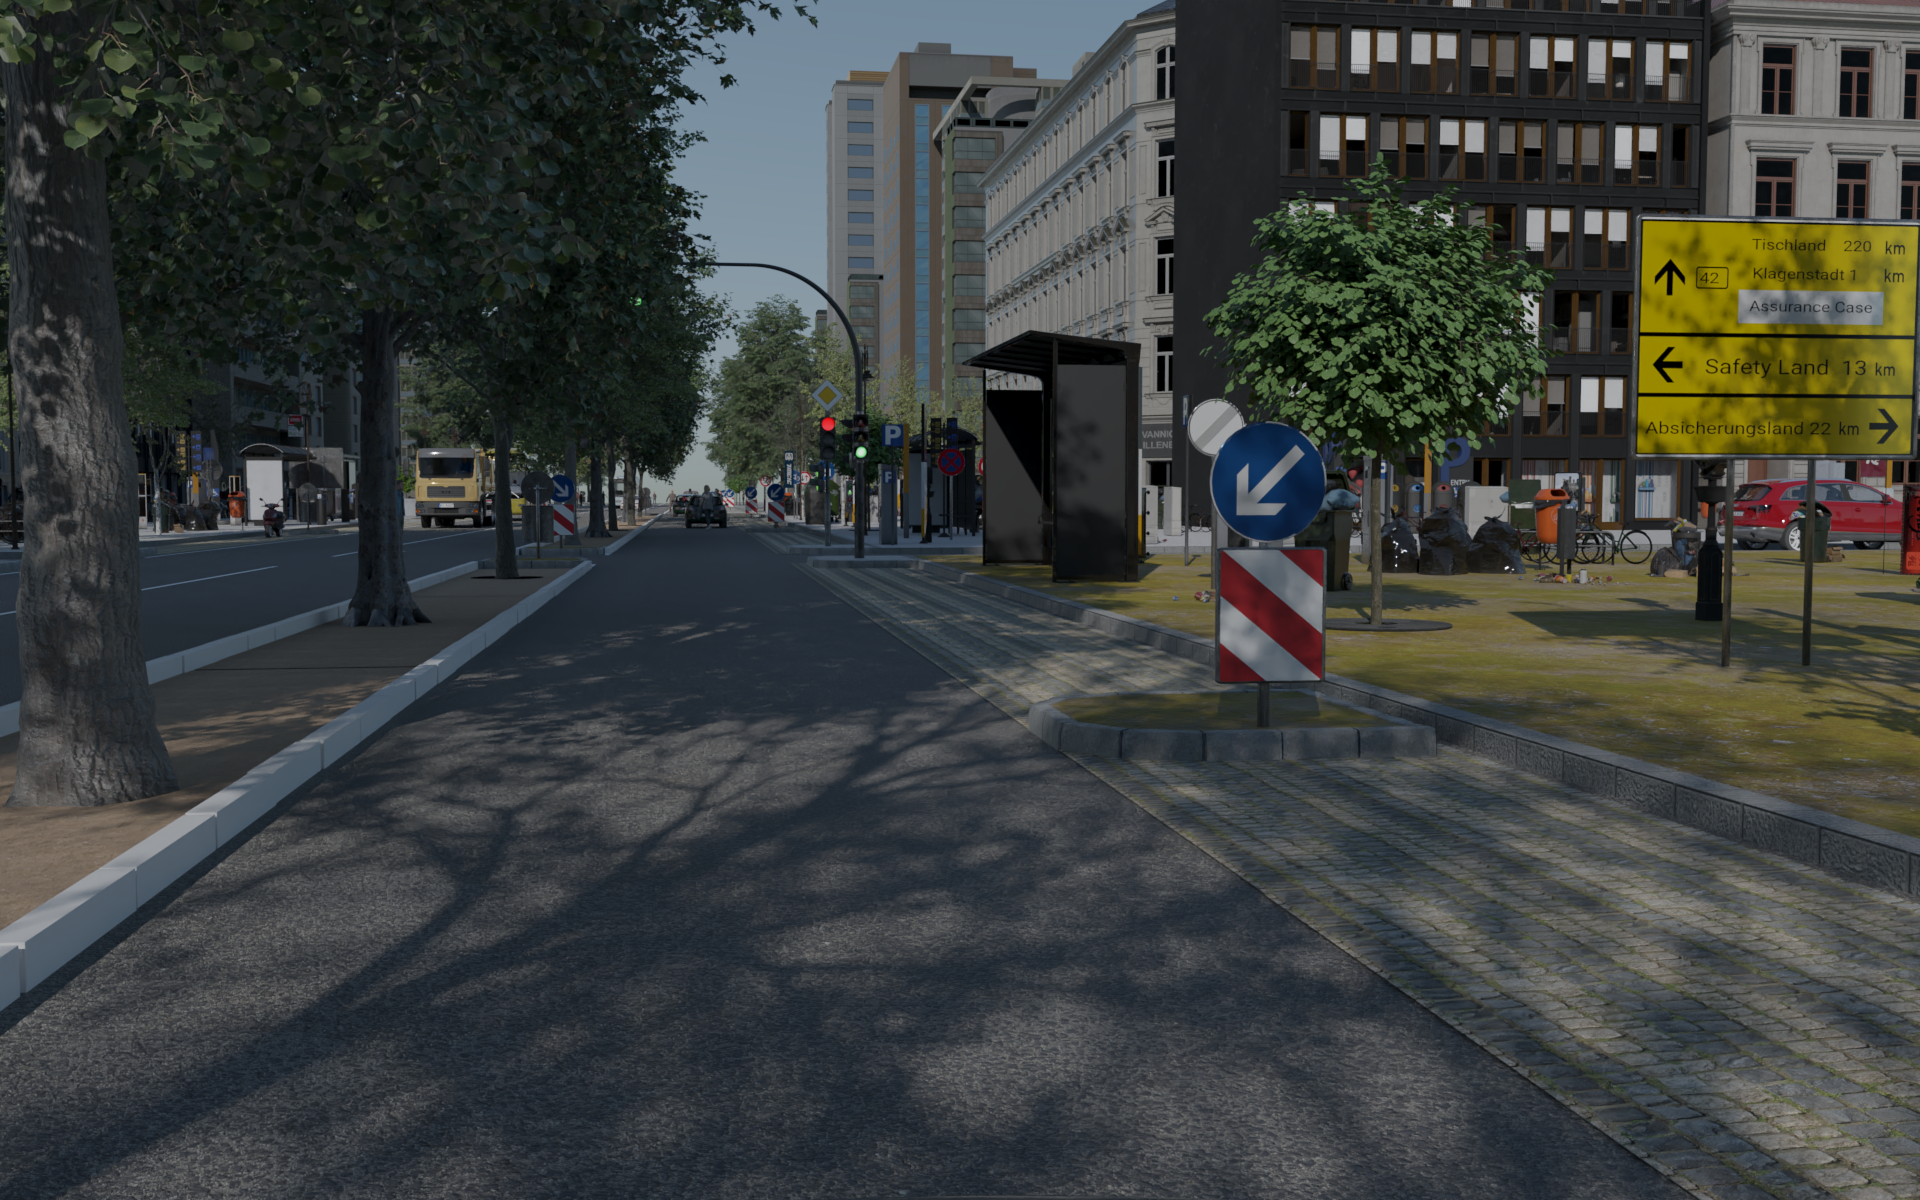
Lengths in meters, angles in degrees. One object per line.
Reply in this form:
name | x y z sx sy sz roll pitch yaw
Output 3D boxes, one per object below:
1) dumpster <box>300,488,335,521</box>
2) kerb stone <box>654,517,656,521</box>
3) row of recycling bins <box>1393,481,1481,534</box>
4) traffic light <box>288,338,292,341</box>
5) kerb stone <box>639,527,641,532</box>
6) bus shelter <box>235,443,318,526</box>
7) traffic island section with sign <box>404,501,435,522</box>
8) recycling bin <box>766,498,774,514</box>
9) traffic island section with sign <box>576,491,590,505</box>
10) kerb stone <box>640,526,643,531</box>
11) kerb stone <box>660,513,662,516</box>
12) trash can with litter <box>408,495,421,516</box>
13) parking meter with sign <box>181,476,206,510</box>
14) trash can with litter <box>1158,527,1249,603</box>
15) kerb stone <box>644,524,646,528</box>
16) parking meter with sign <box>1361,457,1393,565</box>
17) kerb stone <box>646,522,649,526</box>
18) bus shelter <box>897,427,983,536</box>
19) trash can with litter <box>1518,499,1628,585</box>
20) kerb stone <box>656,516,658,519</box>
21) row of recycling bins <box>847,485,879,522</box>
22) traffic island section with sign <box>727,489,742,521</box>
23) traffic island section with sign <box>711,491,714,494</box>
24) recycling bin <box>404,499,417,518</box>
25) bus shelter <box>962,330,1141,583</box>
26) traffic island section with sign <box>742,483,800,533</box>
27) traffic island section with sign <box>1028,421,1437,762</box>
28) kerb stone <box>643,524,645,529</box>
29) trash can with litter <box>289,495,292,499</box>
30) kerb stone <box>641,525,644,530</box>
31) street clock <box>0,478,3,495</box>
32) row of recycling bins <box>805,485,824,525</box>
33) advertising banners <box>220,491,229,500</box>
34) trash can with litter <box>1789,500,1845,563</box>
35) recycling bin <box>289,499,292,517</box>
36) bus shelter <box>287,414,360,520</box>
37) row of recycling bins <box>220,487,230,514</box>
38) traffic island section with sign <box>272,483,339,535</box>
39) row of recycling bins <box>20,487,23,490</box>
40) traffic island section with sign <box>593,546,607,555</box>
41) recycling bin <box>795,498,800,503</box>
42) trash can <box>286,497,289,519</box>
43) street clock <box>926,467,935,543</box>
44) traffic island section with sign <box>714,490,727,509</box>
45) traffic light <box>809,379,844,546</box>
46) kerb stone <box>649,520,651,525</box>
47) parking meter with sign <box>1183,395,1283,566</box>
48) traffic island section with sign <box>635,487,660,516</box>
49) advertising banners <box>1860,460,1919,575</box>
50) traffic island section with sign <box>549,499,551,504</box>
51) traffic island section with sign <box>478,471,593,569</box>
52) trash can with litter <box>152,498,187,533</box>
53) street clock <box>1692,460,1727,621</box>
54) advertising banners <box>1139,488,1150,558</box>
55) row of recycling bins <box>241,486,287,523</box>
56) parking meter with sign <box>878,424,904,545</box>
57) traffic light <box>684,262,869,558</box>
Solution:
dumpster | -29.863 -4.570 80.476 1.264 1.857 1.865 -1 4 -9
kerb stone | -15.490 -3.967 87.058 0.120 0.150 1.000 -1 4 -9
row of recycling bins | 15.072 -2.980 55.843 3.534 1.692 1.069 0 4 1
traffic light | -17.772 -4.009 40.208 4.771 5.953 1.251 -1 4 -9
kerb stone | -11.714 -2.480 62.754 0.120 0.150 1.000 -1 4 -9
bus shelter | -28.272 -4.766 71.853 2.014 3.302 5.546 -1 4 -9
traffic island section with sign | -27.357 -4.865 88.176 1.989 1.847 2.006 -1 4 -9
recycling bin | -12.308 -6.215 114.168 0.722 1.027 0.722 -3 5 -44
traffic island section with sign | -47.794 -12.921 219.888 1.989 1.847 2.006 -1 4 -9
kerb stone | -12.029 -2.603 64.784 0.120 0.150 1.000 -1 4 -9
kerb stone | -17.998 -4.958 103.265 0.120 0.150 1.000 -1 4 -9
trash can with litter | -32.179 -5.467 100.446 2.233 1.210 1.678 -2 4 -33
parking meter with sign | -32.629 -4.750 73.926 0.543 3.016 1.738 1 4 22
trash can with litter | 3.385 -0.602 20.896 1.678 1.210 2.233 0 4 -2
kerb stone | -12.652 -2.844 68.850 0.120 0.150 1.000 -1 4 -9
parking meter with sign | 7.624 -2.154 31.480 0.543 3.016 1.738 0 4 2
kerb stone | -13.280 -3.099 72.895 0.120 0.150 1.000 -1 4 -9
bus shelter | -0.668 -3.717 54.704 2.014 3.302 5.546 -1 4 -9
trash can with litter | 9.121 -0.884 25.512 1.678 1.210 2.233 2 4 31
kerb stone | -16.116 -4.212 91.115 0.120 0.150 1.000 -1 4 -9
row of recycling bins | -4.232 -4.513 80.898 1.069 1.692 3.534 2 4 28
traffic island section with sign | -11.193 -5.085 91.769 1.989 1.847 2.006 -1 4 -9
traffic island section with sign | -23.022 -9.749 168.017 1.989 1.847 2.006 -1 4 -9
recycling bin | -30.329 -5.051 95.130 0.722 1.027 0.722 -3 4 -38
bus shelter | 1.367 -2.247 28.014 1.731 3.624 6.357 -1 4 -9
traffic island section with sign | -7.046 -3.446 64.969 1.989 1.847 2.006 -1 4 -9
traffic island section with sign | 1.462 -0.096 10.196 1.989 1.847 2.006 -1 4 -9
kerb stone | -12.500 -2.788 67.839 0.120 0.150 1.000 -1 4 -9
trash can with litter | -40.984 -5.864 106.925 1.678 1.210 2.233 1 4 16
kerb stone | -12.183 -2.663 65.797 0.120 0.150 1.000 -1 4 -9
street clock | -39.316 -4.044 70.688 0.471 2.002 0.358 -2 4 -26
row of recycling bins | -6.116 -4.084 73.887 1.069 1.692 3.534 0 4 -5
advertising banners | -40.228 -6.006 94.385 0.090 3.025 2.074 3 5 41
trash can with litter | 16.168 -1.298 32.615 1.055 1.170 0.624 -2 4 -34
recycling bin | -37.788 -5.189 97.390 0.722 1.027 0.722 2 4 24
bus shelter | -33.067 -6.863 89.835 2.179 5.291 8.768 -1 4 -9
row of recycling bins | -41.169 -5.488 96.840 3.534 1.692 1.069 -2 4 -35
traffic island section with sign | -23.222 -3.236 61.539 1.989 1.847 2.006 -1 4 -9
row of recycling bins | -41.334 -4.321 77.759 1.069 1.692 3.534 -1 4 -11
traffic island section with sign | -9.453 -2.025 41.245 2.006 1.907 1.989 -1 4 -9
recycling bin | -10.672 -6.220 114.259 0.722 1.027 0.722 -2 4 -29
trash can | -32.678 -4.384 83.333 0.748 1.137 0.748 0 3 0
street clock | -0.832 -2.512 45.646 0.358 2.002 0.471 0 4 -1
traffic island section with sign | -18.747 -8.059 140.385 1.989 1.847 2.006 -1 4 -9
traffic light | -3.264 -3.273 42.431 0.839 4.253 0.868 -1 4 -9
kerb stone | -13.910 -3.349 76.947 0.120 0.150 1.000 -1 4 -9
parking meter with sign | 4.858 -2.111 30.780 1.738 3.016 0.543 0 4 -2
traffic island section with sign | -20.983 -6.566 115.497 2.006 1.907 1.989 -1 4 -9
advertising banners | 15.119 -1.897 27.209 2.074 3.025 0.090 3 5 43
traffic island section with sign | -39.354 -9.595 165.502 1.989 1.847 2.006 -1 4 -9
traffic island section with sign | -8.327 -1.577 33.924 2.006 1.907 1.989 -1 4 -9
trash can with litter | -26.004 -2.788 56.964 1.055 1.170 0.624 -1 4 -20
street clock | 7.603 -0.792 17.525 0.358 2.002 0.471 -1 4 -11
advertising banners | 3.058 -2.315 34.039 0.090 3.025 2.074 3 5 45
row of recycling bins | -31.752 -4.400 79.046 1.069 1.692 3.534 0 4 4
parking meter with sign | -1.809 -2.925 44.086 0.543 3.016 1.738 -1 4 -9
traffic light | -4.093 -3.634 34.080 4.771 5.953 1.251 -1 4 -9
